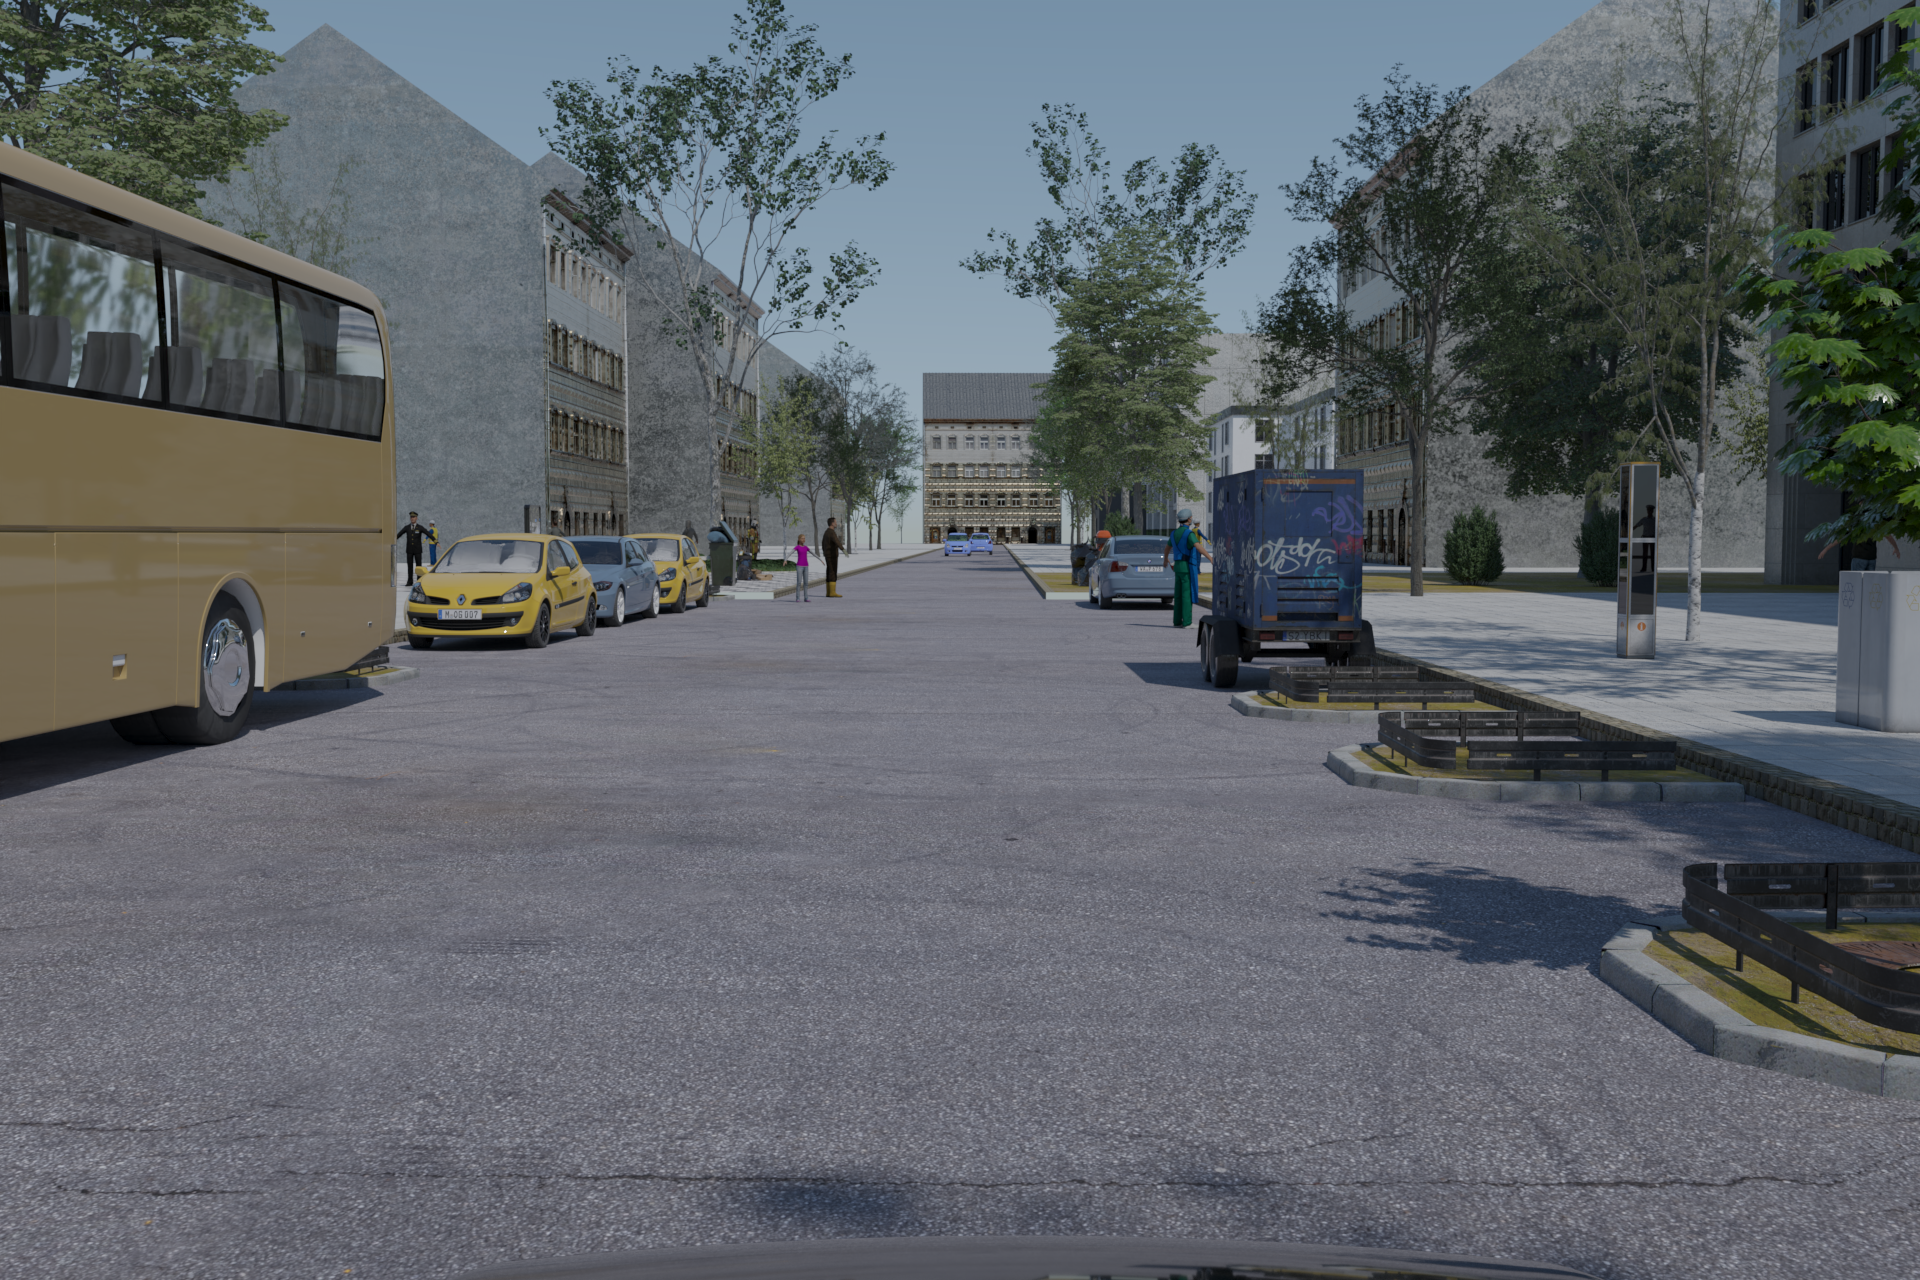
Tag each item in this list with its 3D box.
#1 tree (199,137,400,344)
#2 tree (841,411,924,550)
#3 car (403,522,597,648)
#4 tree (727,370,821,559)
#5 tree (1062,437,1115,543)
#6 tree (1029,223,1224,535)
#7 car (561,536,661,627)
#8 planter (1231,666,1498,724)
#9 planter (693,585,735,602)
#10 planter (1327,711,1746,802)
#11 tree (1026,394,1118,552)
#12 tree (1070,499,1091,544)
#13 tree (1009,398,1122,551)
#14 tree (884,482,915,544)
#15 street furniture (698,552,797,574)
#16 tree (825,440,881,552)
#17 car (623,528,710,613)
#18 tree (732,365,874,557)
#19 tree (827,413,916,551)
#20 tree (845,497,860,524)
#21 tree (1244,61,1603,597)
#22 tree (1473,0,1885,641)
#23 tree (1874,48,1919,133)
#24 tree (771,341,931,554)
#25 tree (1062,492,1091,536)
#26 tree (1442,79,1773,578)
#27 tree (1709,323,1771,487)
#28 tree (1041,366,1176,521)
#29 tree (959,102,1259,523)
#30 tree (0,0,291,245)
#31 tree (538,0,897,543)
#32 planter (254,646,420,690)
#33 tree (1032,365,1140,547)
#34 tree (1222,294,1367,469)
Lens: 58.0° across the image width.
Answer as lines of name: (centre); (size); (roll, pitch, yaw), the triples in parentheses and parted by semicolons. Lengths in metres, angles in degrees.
tree: (-12.019, -4.985, 31.866); (4.360, 8.622, 3.978); (0, 3, 0)
tree: (-6.801, -13.336, 143.801); (9.928, 11.665, 9.643); (0, 3, 0)
car: (-6.026, -0.777, 22.935); (2.015, 1.641, 3.980); (0, 4, 1)
tree: (-7.991, -7.751, 77.093); (4.737, 8.622, 4.395); (0, 3, 0)
tree: (8.297, -10.056, 114.770); (4.737, 8.622, 4.395); (0, 3, 0)
tree: (6.244, -8.921, 63.983); (7.486, 12.596, 7.792); (0, 3, 0)
car: (-6.061, -0.995, 28.266); (2.014, 1.417, 4.499); (0, 4, 1)
planter: (3.251, 0.432, 14.072); (1.991, 0.319, 1.994); (0, 4, 0)
planter: (-5.972, -1.016, 37.745); (1.991, 0.319, 1.994); (0, 4, 2)
planter: (3.246, 0.664, 10.289); (1.991, 0.319, 1.994); (0, 4, 2)
tree: (8.352, -12.077, 123.208); (9.928, 11.665, 9.643); (0, 3, 0)
tree: (17.082, -17.371, 234.372); (4.737, 8.622, 4.395); (0, 3, 0)
tree: (8.802, -13.707, 134.476); (12.009, 13.543, 11.850); (0, 3, 0)
tree: (-7.625, -17.245, 232.320); (4.360, 8.622, 3.978); (0, 3, 0)
street furniture: (-9.924, -2.532, 57.018); (10.072, 0.657, 5.734); (-3, 5, -42)
tree: (-7.273, -10.392, 120.267); (4.737, 8.622, 4.395); (0, 3, 0)
car: (-5.810, -1.364, 32.517); (2.015, 1.641, 3.980); (0, 4, 1)
tree: (-8.147, -9.860, 95.628); (7.601, 10.594, 8.767); (2, 4, 31)
tree: (-7.189, -12.236, 134.467); (8.767, 10.594, 7.601); (3, 4, 38)
tree: (-16.570, -19.220, 232.373); (7.486, 12.596, 7.792); (0, 3, 0)
tree: (9.093, -6.166, 35.220); (7.601, 10.594, 8.767); (-2, 4, -27)
tree: (8.909, -4.278, 20.308); (4.360, 8.622, 3.978); (0, 3, 0)
tree: (9.469, -5.279, 12.072); (9.928, 11.665, 9.643); (0, 3, 0)
tree: (-7.089, -12.203, 109.889); (12.009, 13.543, 11.850); (0, 3, 0)
tree: (16.215, -17.047, 229.077); (4.360, 8.622, 3.978); (0, 3, 0)
tree: (18.476, -8.799, 50.523); (9.857, 13.997, 8.962); (0, 3, 0)
tree: (26.758, -6.508, 56.768); (4.737, 8.622, 4.395); (0, 3, 0)
tree: (8.133, -9.673, 92.564); (8.767, 10.594, 7.601); (2, 4, 32)
tree: (6.023, -13.585, 78.010); (12.611, 20.169, 13.585); (0, 3, 0)
tree: (-12.471, -6.416, 23.028); (7.486, 12.596, 7.792); (0, 3, 0)
tree: (-8.134, -12.389, 58.449); (12.611, 20.169, 13.585); (0, 3, 0)
planter: (-6.408, 0.262, 16.857); (1.991, 0.319, 1.994); (0, 4, 1)
tree: (8.024, -10.958, 104.916); (9.928, 11.665, 9.643); (0, 3, 0)
tree: (9.723, -6.321, 53.707); (4.360, 8.622, 3.978); (0, 3, 0)
